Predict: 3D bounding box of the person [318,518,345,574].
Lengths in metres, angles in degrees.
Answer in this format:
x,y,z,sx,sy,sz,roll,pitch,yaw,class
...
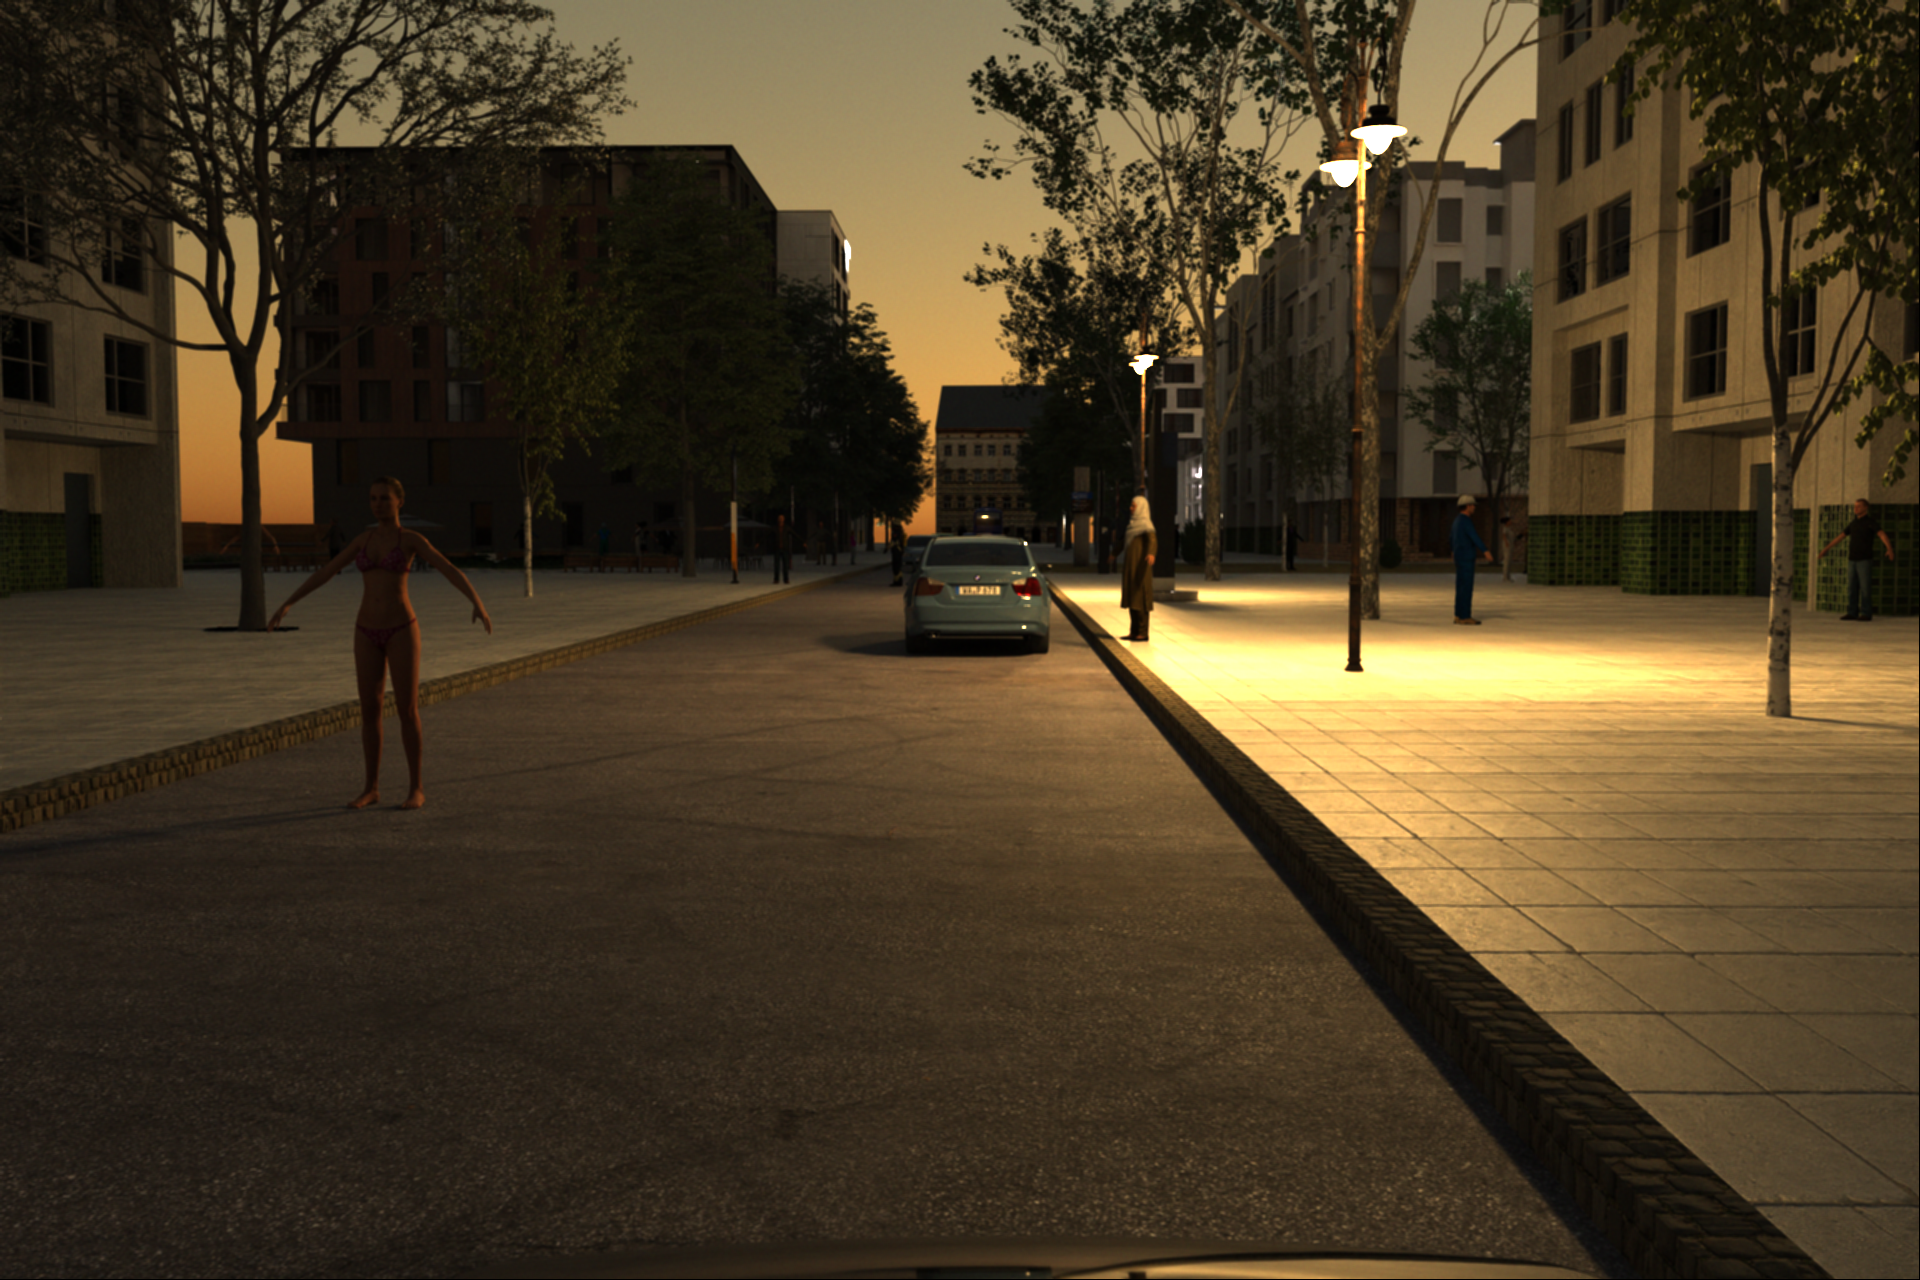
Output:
x,y,z,sx,sy,sz,roll,pitch,yaw,class
-19.942,-2.996,55.160,0.705,1.807,1.348,1,4,15,person

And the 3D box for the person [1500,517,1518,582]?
x,y,z,sx,sy,sz,roll,pitch,yaw,class
14.647,-2.402,46.052,0.721,1.739,1.217,2,4,29,person

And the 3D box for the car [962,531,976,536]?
x,y,z,sx,sy,sz,roll,pitch,yaw,class
0.800,-8.540,149.222,1.945,1.707,3.694,0,4,1,car

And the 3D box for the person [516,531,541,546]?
x,y,z,sx,sy,sz,roll,pitch,yaw,class
-21.582,-4.902,86.614,1.216,1.772,0.721,0,4,-8,person

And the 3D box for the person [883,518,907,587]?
x,y,z,sx,sy,sz,roll,pitch,yaw,class
-1.745,-2.395,47.394,0.705,1.856,1.354,1,4,19,person

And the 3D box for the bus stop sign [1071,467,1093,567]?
x,y,z,sx,sy,sz,roll,pitch,yaw,class
4.789,-4.840,68.148,0.837,3.901,0.837,0,4,2,bus stop sign

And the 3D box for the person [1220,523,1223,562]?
x,y,z,sx,sy,sz,roll,pitch,yaw,class
11.874,-4.484,79.440,0.705,1.813,1.348,0,4,-5,person

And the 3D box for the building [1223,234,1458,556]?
x,y,z,sx,sy,sz,roll,pitch,yaw,class
27.386,-14.943,110.775,16.747,18.905,31.486,0,4,1,building

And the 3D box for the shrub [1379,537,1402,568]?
x,y,z,sx,sy,sz,roll,pitch,yaw,class
16.063,-3.277,64.694,1.383,1.207,1.383,0,3,0,shrub

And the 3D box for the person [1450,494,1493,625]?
x,y,z,sx,sy,sz,roll,pitch,yaw,class
7.223,-1.149,24.664,0.705,1.842,1.347,0,4,-5,person

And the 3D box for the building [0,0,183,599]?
x,y,z,sx,sy,sz,roll,pitch,yaw,class
-27.470,-9.737,25.660,16.747,18.905,31.486,0,4,1,building

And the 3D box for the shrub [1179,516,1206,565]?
x,y,z,sx,sy,sz,roll,pitch,yaw,class
9.809,-4.131,71.580,1.661,2.075,1.752,0,3,0,shrub

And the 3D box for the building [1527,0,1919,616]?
x,y,z,sx,sy,sz,roll,pitch,yaw,class
22.595,-9.883,28.040,16.747,18.905,31.486,0,4,1,building

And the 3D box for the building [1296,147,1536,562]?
x,y,z,sx,sy,sz,roll,pitch,yaw,class
23.159,-14.368,91.335,16.016,20.090,11.380,0,4,2,building

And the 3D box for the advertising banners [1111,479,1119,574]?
x,y,z,sx,sy,sz,roll,pitch,yaw,class
5.049,-3.678,56.321,0.090,3.025,2.074,0,4,1,advertising banners

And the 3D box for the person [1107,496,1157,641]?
x,y,z,sx,sy,sz,roll,pitch,yaw,class
2.064,-0.858,20.798,0.721,1.736,1.217,-1,4,-19,person

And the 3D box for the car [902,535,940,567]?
x,y,z,sx,sy,sz,roll,pitch,yaw,class
-1.417,-3.463,68.625,2.014,1.417,4.499,0,4,1,car

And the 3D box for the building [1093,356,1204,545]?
x,y,z,sx,sy,sz,roll,pitch,yaw,class
30.376,-22.687,214.911,27.936,21.610,32.646,0,4,1,building

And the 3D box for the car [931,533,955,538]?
x,y,z,sx,sy,sz,roll,pitch,yaw,class
-0.961,-5.282,95.154,1.959,1.807,4.718,0,4,1,car

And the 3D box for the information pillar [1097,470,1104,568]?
x,y,z,sx,sy,sz,roll,pitch,yaw,class
5.233,-4.471,64.411,0.184,3.620,1.656,0,4,2,information pillar

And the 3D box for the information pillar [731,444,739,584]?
x,y,z,sx,sy,sz,roll,pitch,yaw,class
-5.845,-3.269,44.803,0.183,3.616,0.504,0,4,0,information pillar

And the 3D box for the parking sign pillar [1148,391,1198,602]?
x,y,z,sx,sy,sz,roll,pitch,yaw,class
3.889,-2.749,33.412,1.447,3.967,1.447,0,4,1,parking sign pillar

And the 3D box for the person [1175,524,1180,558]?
x,y,z,sx,sy,sz,roll,pitch,yaw,class
11.438,-5.213,91.167,0.705,1.837,1.347,-1,4,-12,person

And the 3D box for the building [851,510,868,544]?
x,y,z,sx,sy,sz,roll,pitch,yaw,class
-21.350,-21.653,220.485,16.747,18.905,31.486,0,4,2,building

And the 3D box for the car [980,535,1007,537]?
x,y,z,sx,sy,sz,roll,pitch,yaw,class
1.415,-3.706,72.593,2.014,1.417,4.499,0,4,2,car

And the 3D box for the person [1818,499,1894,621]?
x,y,z,sx,sy,sz,roll,pitch,yaw,class
13.305,-1.188,25.635,0.705,1.803,1.348,-1,4,-18,person

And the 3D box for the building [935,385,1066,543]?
x,y,z,sx,sy,sz,roll,pitch,yaw,class
6.369,-25.717,253.858,18.063,23.208,19.493,0,4,5,building

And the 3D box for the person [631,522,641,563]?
x,y,z,sx,sy,sz,roll,pitch,yaw,class
-14.368,-4.346,77.246,0.705,1.806,1.347,-2,4,-29,person

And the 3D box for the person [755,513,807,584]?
x,y,z,sx,sy,sz,roll,pitch,yaw,class
-4.618,-2.364,44.715,1.348,1.821,0.705,0,4,-6,person

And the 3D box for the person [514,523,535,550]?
x,y,z,sx,sy,sz,roll,pitch,yaw,class
-21.265,-4.779,84.321,1.347,1.806,0.705,2,4,31,person

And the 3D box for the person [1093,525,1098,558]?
x,y,z,sx,sy,sz,roll,pitch,yaw,class
7.336,-5.231,91.488,0.705,1.833,1.349,-1,4,-15,person

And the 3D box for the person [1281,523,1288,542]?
x,y,z,sx,sy,sz,roll,pitch,yaw,class
15.080,-4.513,79.636,0.705,1.847,1.347,2,4,30,person

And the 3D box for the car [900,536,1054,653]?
x,y,z,sx,sy,sz,roll,pitch,yaw,class
0.217,-0.617,22.085,2.014,1.417,4.499,0,4,0,car

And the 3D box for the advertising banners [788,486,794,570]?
x,y,z,sx,sy,sz,roll,pitch,yaw,class
-6.090,-4.024,61.985,0.090,3.025,2.074,0,4,3,advertising banners

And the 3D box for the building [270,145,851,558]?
x,y,z,sx,sy,sz,roll,pitch,yaw,class
-22.102,-16.136,107.801,27.936,21.610,32.646,0,4,1,building

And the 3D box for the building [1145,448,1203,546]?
x,y,z,sx,sy,sz,roll,pitch,yaw,class
24.468,-14.757,183.425,9.099,9.664,28.070,0,4,1,building

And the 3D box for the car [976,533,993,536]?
x,y,z,sx,sy,sz,roll,pitch,yaw,class
1.935,-7.747,135.702,2.155,1.783,4.494,0,3,0,car

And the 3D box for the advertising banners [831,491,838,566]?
x,y,z,sx,sy,sz,roll,pitch,yaw,class
-5.072,-4.536,70.347,0.090,3.025,2.074,0,4,2,advertising banners

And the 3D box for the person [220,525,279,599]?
x,y,z,sx,sy,sz,roll,pitch,yaw,class
-12.737,-1.486,31.100,1.217,1.737,0.721,1,4,16,person

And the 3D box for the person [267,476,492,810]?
x,y,z,sx,sy,sz,roll,pitch,yaw,class
-3.019,0.013,9.042,1.217,1.733,0.721,0,4,7,person

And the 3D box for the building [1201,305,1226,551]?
x,y,z,sx,sy,sz,roll,pitch,yaw,class
24.781,-17.348,140.066,16.016,20.090,11.380,0,4,1,building

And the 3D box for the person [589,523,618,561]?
x,y,z,sx,sy,sz,roll,pitch,yaw,class
-16.877,-4.647,82.098,1.347,1.817,0.704,-1,4,-20,person
